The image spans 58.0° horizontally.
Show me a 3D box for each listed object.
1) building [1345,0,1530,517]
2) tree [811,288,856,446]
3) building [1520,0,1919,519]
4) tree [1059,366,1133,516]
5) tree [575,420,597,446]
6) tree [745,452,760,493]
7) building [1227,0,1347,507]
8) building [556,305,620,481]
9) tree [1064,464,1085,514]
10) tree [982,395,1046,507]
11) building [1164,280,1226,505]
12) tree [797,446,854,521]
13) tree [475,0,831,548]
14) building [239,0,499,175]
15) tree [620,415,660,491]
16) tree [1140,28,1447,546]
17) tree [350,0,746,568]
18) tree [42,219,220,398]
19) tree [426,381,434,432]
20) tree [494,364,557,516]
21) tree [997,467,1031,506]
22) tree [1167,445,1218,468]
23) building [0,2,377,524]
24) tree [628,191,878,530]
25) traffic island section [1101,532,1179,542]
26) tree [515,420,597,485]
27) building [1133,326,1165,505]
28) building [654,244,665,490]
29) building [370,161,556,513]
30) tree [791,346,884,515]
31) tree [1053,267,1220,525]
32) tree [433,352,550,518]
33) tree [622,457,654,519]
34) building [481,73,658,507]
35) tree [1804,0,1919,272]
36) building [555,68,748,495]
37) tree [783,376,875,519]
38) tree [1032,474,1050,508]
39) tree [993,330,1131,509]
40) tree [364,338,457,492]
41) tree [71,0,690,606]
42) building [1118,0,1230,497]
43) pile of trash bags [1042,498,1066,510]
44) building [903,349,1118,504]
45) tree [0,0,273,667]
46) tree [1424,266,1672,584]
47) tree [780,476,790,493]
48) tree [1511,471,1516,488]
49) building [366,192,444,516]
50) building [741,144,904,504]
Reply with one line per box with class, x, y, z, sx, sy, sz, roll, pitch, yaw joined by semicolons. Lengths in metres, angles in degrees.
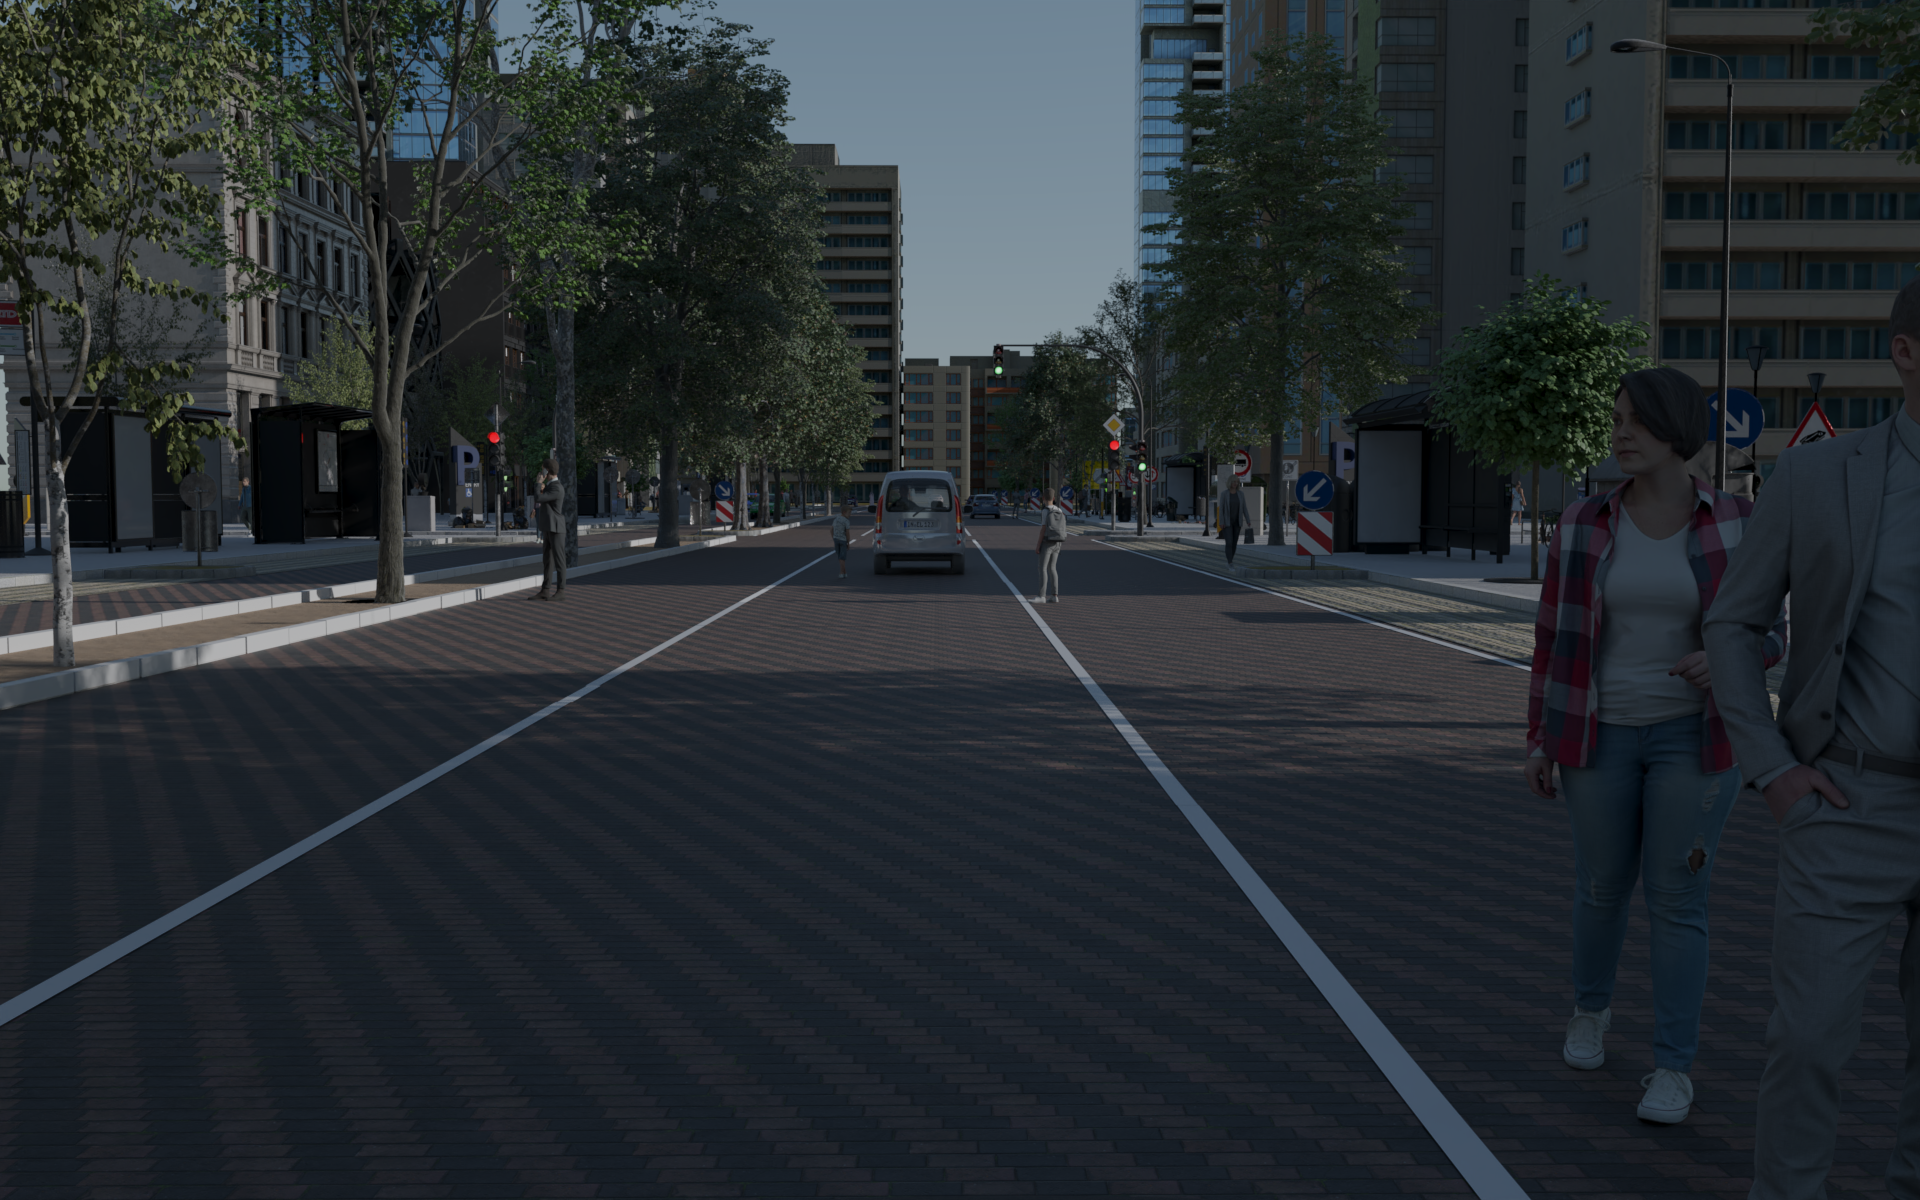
building;30.202;-25.669;103.279;14.154;41.232;14.086;0;4;-1
tree;-8.782;-9.503;83.582;9.928;11.665;9.643;0;3;0
building;39.847;-28.214;85.005;21.600;48.544;21.300;0;4;-1
tree;7.356;-8.958;96.824;4.737;8.622;4.395;0;3;0
tree;-27.568;-10.624;124.056;4.737;8.622;4.395;0;3;0
tree;-18.213;-12.314;151.697;4.360;8.622;3.978;0;3;0
building;27.482;-29.059;125.222;14.600;45.320;14.200;0;4;-1
building;-45.997;-18.636;149.745;27.650;21.520;28.899;0;4;-1
tree;7.400;-7.091;110.541;1.663;3.219;1.824;0;3;0
tree;5.915;-15.350;176.725;9.928;11.665;9.643;0;3;0
building;34.213;-18.950;154.880;27.650;21.520;28.899;0;4;-1
tree;-8.915;-9.331;105.387;4.737;8.622;4.395;0;3;0
tree;-7.765;-8.346;45.570;9.857;13.997;8.962;0;3;0
building;-61.959;-53.268;183.599;31.000;86.520;22.319;0;4;-1
tree;-24.732;-11.203;133.536;4.737;8.622;4.395;0;3;0
tree;8.063;-7.607;42.501;7.486;12.596;7.792;0;3;0
tree;-8.859;-10.736;33.880;12.611;20.169;13.585;0;3;0
tree;-22.543;-5.888;46.632;4.360;8.622;3.978;0;3;0
tree;-24.380;-7.241;68.749;4.737;8.622;4.395;0;3;0
tree;-24.715;-9.107;99.261;4.360;8.622;3.978;0;3;0
tree;5.711;-12.860;193.970;4.285;4.588;4.351;0;3;0
tree;15.389;-8.024;114.904;4.285;4.588;4.351;0;3;0
building;-36.331;-15.552;83.153;11.050;23.489;19.941;0;4;-1
tree;-8.094;-8.824;63.737;9.611;12.733;9.660;0;3;0
traffic island section;5.508;-1.867;52.813;2.009;0.180;2.903;0;4;-1
tree;-17.086;-5.478;73.278;4.285;4.588;4.351;0;3;0
building;33.887;-20.741;184.148;27.650;21.520;28.899;0;4;-1
building;-39.465;-25.581;189.946;14.107;30.474;14.160;0;4;-1
building;-36.769;-17.976;123.585;12.332;23.373;15.834;0;4;-1
tree;-9.003;-11.997;116.740;7.486;12.596;7.792;0;3;0
tree;7.356;-8.411;71.929;7.601;10.594;8.767;0;4;-1
tree;-25.581;-8.785;93.991;4.737;8.622;4.395;0;3;0
tree;-16.937;-5.835;89.995;1.663;3.219;1.824;0;3;0
building;-38.214;-29.817;171.097;14.154;41.232;14.086;0;4;-1
tree;9.226;-5.604;9.752;7.486;12.596;7.792;0;3;0
building;-43.787;-42.854;242.656;28.212;58.520;21.231;0;4;-1
tree;-8.880;-9.899;98.713;8.767;10.594;7.601;0;4;-1
tree;7.276;-10.148;160.528;1.663;3.219;1.824;0;3;0
tree;7.058;-12.420;120.076;9.611;12.733;9.660;0;3;0
tree;-25.648;-8.029;81.644;4.360;8.622;3.978;0;3;0
tree;-7.353;-5.750;22.225;9.928;11.665;9.643;0;3;0
building;36.603;-56.922;243.352;31.000;86.520;22.319;0;4;-1
pile of trash bags;7.707;-7.557;133.301;1.912;1.369;3.447;2;4;27
building;6.623;-24.613;247.465;28.899;21.520;27.650;0;4;-1
tree;-7.374;-3.732;13.844;4.737;8.622;4.395;0;3;0
tree;8.482;-2.535;25.168;4.285;4.588;4.351;0;3;0
tree;-19.160;-11.720;186.227;1.663;3.219;1.824;0;3;0
tree;25.992;-8.052;82.016;4.360;8.622;3.978;0;3;0
building;-39.513;-14.321;101.599;16.820;18.784;16.811;0;4;-1
building;-18.870;-37.836;242.327;21.600;48.544;21.300;0;4;-1
